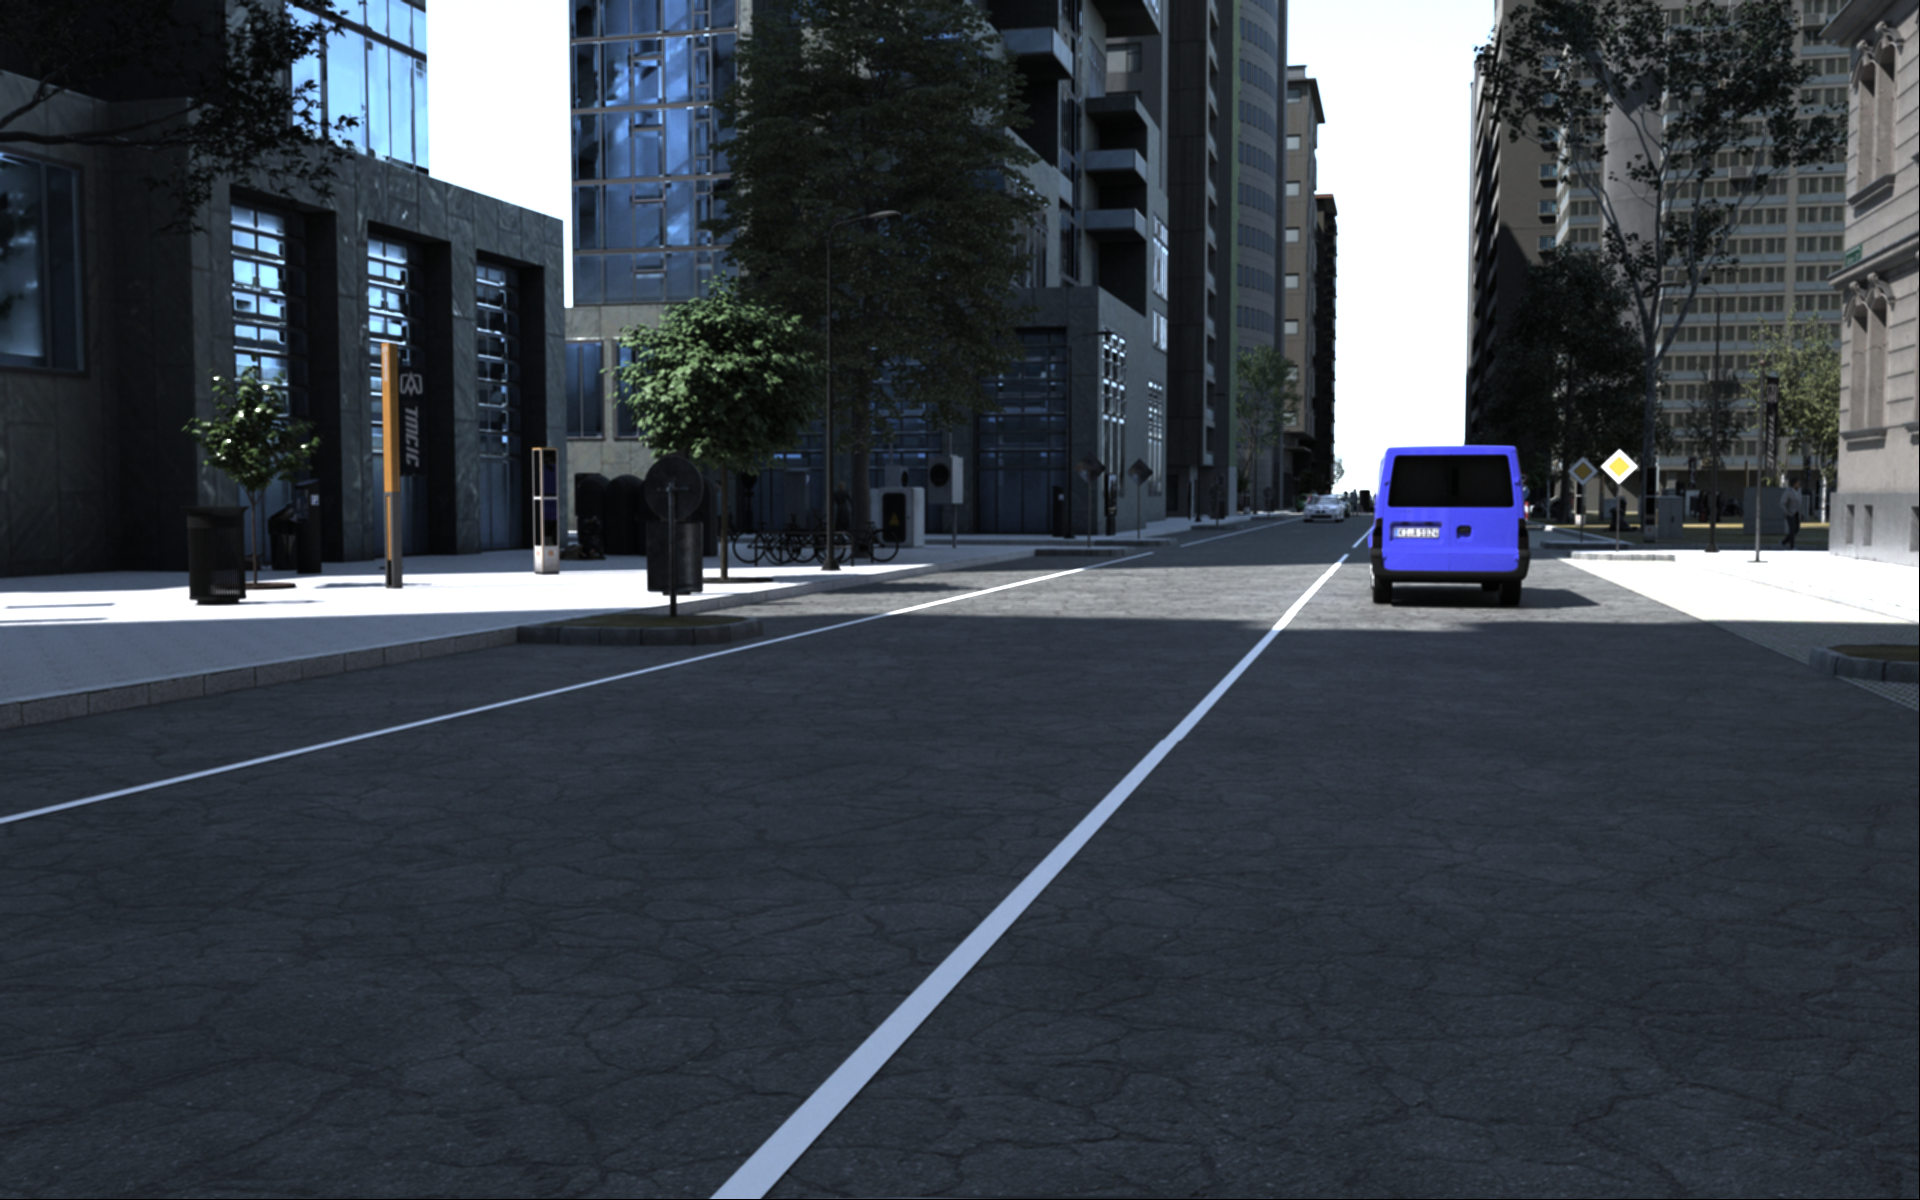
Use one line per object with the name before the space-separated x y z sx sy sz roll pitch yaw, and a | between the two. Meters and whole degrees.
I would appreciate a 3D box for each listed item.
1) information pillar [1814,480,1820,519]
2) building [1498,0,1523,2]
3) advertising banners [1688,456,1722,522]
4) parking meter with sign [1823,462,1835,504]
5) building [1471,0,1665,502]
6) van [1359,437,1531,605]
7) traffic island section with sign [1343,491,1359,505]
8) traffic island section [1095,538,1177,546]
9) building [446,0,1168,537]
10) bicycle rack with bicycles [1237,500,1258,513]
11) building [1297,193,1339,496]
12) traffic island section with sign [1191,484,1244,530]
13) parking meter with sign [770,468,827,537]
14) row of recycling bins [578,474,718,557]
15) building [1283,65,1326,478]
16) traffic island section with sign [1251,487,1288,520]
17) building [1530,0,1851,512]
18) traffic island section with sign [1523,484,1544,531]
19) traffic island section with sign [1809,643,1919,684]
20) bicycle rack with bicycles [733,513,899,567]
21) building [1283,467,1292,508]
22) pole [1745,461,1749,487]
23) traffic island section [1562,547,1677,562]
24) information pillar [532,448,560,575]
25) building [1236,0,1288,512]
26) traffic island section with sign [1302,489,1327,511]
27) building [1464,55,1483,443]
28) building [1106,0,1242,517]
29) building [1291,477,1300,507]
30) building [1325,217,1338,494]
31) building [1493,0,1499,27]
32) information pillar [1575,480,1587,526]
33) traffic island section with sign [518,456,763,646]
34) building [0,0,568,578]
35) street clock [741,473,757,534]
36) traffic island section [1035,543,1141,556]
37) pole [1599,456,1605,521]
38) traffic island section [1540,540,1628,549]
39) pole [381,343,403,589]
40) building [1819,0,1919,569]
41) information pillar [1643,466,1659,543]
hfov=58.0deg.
information pillar | 44.278 -5.192 89.383 0.304 2.012 0.304 2 4 27
building | 58.907 -32.520 155.411 21.300 48.544 21.600 1 4 14
advertising banners | 34.175 -5.096 79.509 0.090 3.025 2.074 -1 4 -21
parking meter with sign | 47.476 -5.970 93.871 1.738 3.016 0.543 -2 4 -24
building | 64.027 -33.853 177.206 21.300 48.544 21.600 1 4 14
van | 6.704 -1.208 24.133 2.240 2.365 5.245 1 4 13
traffic island section with sign | 57.109 -14.888 252.054 1.989 1.847 2.006 1 4 14
traffic island section | 5.038 -1.636 49.037 2.009 0.180 2.903 1 4 14
building | -2.688 -46.262 69.063 22.319 86.520 31.000 1 4 14
bicycle rack with bicycles | 18.559 -6.227 115.190 2.852 0.926 2.925 -1 4 -22
building | 42.332 -36.275 247.727 22.147 44.769 28.867 1 4 14
traffic island section with sign | 10.458 -3.763 70.159 1.989 1.847 2.006 1 4 14
parking meter with sign | -4.840 -3.381 51.542 1.738 3.016 0.543 1 4 14
row of recycling bins | -6.602 -1.792 36.404 3.534 1.692 1.069 2 4 29
building | 31.115 -38.609 220.494 28.713 52.752 27.495 1 4 14
traffic island section with sign | 17.384 -5.415 97.167 1.989 1.847 2.006 1 4 14
building | 58.549 -26.867 131.158 32.217 40.220 23.993 1 4 14
traffic island section with sign | 21.900 -3.644 68.204 1.989 1.847 2.006 1 4 14
traffic island section with sign | 7.931 -0.311 13.718 1.989 1.847 2.006 1 4 14
bicycle rack with bicycles | -2.776 -1.124 31.758 2.925 0.926 2.852 1 4 10
building | 20.502 -44.198 160.896 20.563 71.187 20.611 1 4 14
pole | 48.130 -6.860 106.006 0.158 3.312 0.155 0 3 0
traffic island section | 14.573 -0.983 38.354 2.009 0.180 2.903 1 4 14
information pillar | -6.610 -1.417 27.656 0.304 2.012 0.304 -3 5 -40
building | 14.386 -36.434 137.694 21.231 58.520 28.212 1 4 14
traffic island section with sign | 29.703 -8.353 145.207 1.989 1.847 2.006 1 4 14
building | 78.782 -42.187 231.762 21.231 58.520 28.212 1 4 14
building | 8.319 -25.413 99.102 14.154 41.232 14.086 1 4 14
building | 19.852 -30.159 184.985 32.217 40.220 23.993 1 4 14
building | 50.776 -37.775 267.739 14.600 45.320 14.200 1 4 14
building | 72.417 -47.070 207.850 20.563 71.187 20.611 1 4 14
information pillar | 24.764 -3.950 69.081 0.304 2.012 0.304 -3 4 -38
traffic island section with sign | -3.079 -0.535 17.374 1.989 1.847 2.006 1 4 14
building | -27.081 -43.966 31.513 31.000 86.520 22.319 1 4 14
street clock | -6.716 -3.094 55.158 0.471 2.002 0.358 1 4 19
traffic island section | 3.054 -1.163 41.302 2.009 0.180 2.903 1 4 14
pole | 30.493 -5.408 82.269 0.158 3.312 0.155 0 3 0
traffic island section | 16.557 -1.456 46.090 2.009 0.180 2.903 1 4 14
pole | -7.700 -1.812 23.466 0.158 3.312 0.155 0 3 0
building | 21.343 -14.404 22.896 14.401 28.519 23.554 1 4 14
information pillar | 18.356 -2.538 45.981 0.304 2.012 0.304 2 4 33
